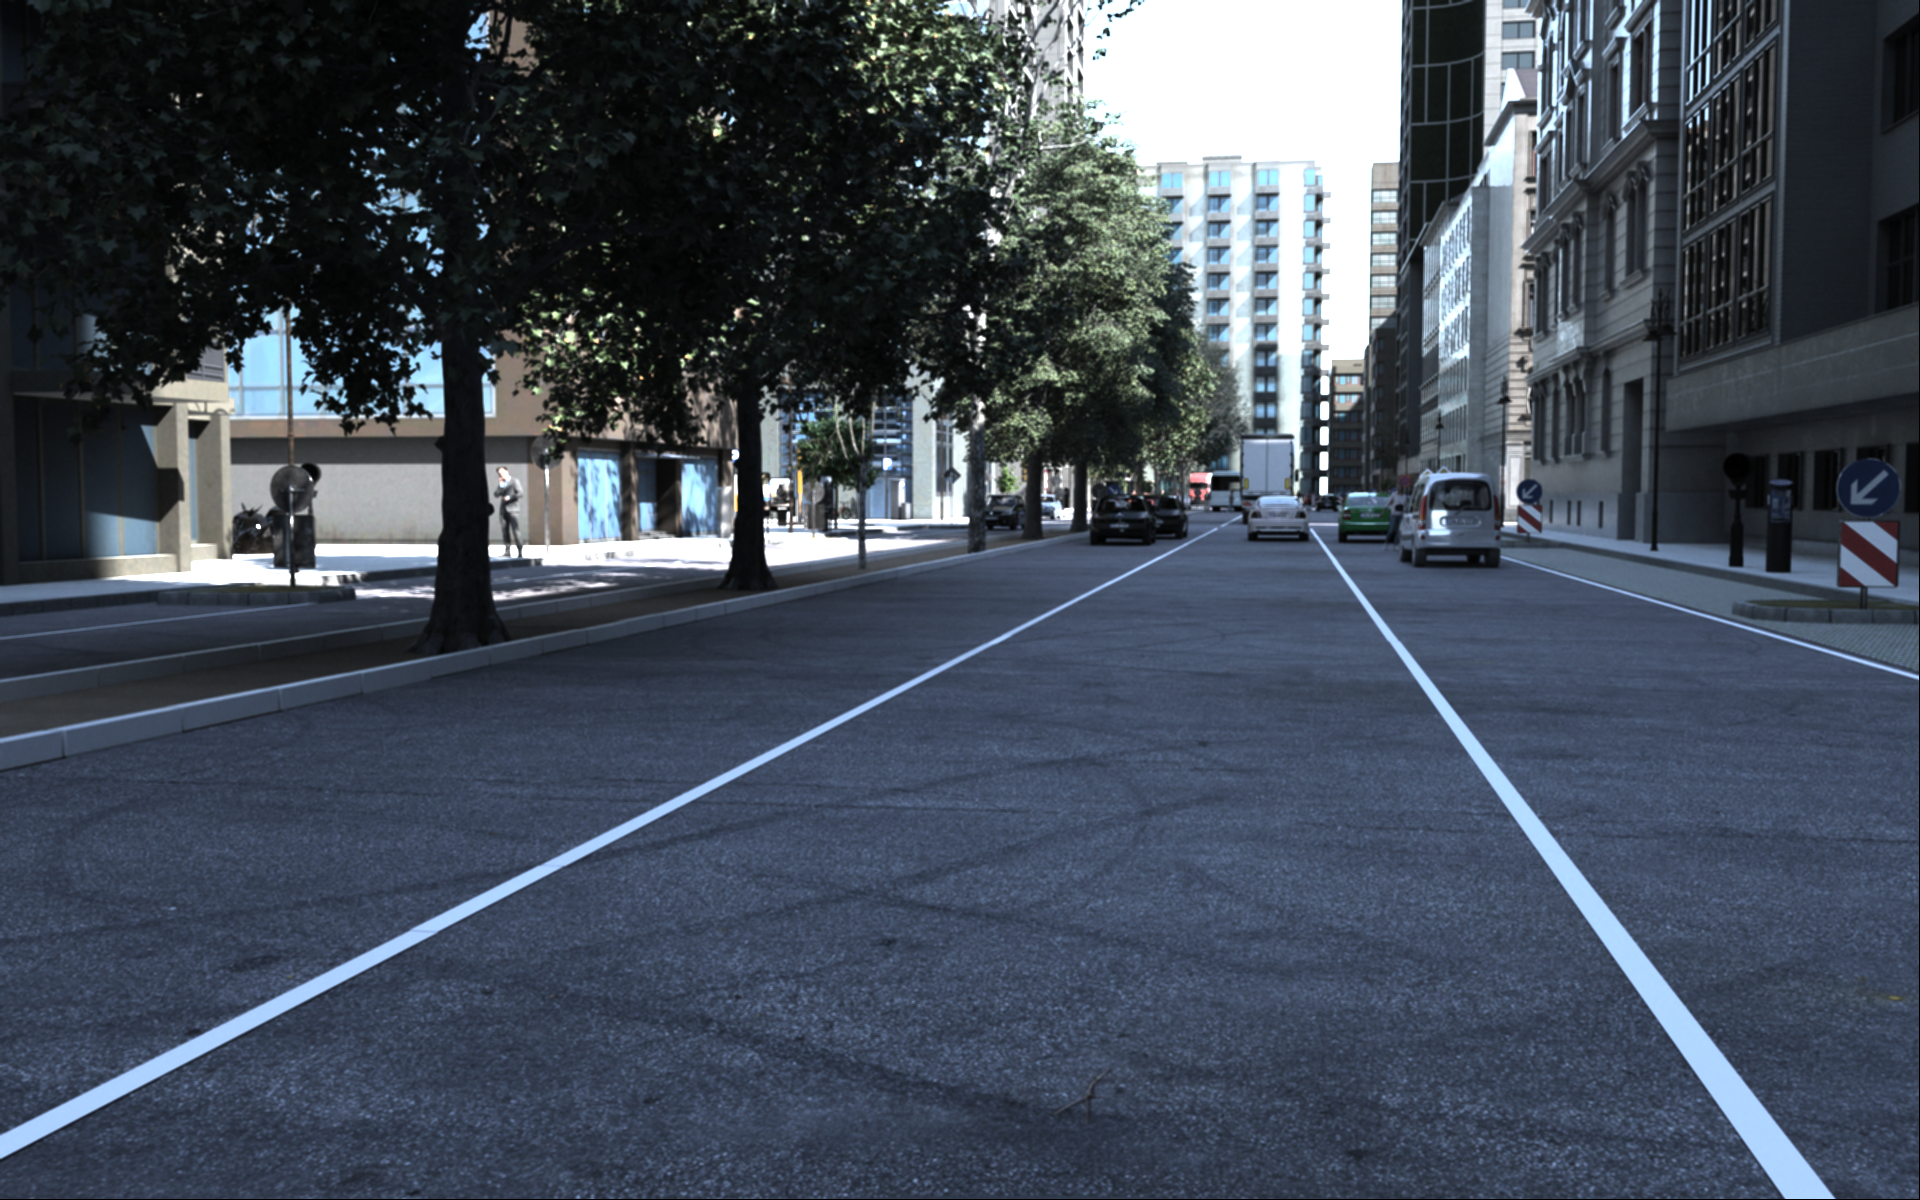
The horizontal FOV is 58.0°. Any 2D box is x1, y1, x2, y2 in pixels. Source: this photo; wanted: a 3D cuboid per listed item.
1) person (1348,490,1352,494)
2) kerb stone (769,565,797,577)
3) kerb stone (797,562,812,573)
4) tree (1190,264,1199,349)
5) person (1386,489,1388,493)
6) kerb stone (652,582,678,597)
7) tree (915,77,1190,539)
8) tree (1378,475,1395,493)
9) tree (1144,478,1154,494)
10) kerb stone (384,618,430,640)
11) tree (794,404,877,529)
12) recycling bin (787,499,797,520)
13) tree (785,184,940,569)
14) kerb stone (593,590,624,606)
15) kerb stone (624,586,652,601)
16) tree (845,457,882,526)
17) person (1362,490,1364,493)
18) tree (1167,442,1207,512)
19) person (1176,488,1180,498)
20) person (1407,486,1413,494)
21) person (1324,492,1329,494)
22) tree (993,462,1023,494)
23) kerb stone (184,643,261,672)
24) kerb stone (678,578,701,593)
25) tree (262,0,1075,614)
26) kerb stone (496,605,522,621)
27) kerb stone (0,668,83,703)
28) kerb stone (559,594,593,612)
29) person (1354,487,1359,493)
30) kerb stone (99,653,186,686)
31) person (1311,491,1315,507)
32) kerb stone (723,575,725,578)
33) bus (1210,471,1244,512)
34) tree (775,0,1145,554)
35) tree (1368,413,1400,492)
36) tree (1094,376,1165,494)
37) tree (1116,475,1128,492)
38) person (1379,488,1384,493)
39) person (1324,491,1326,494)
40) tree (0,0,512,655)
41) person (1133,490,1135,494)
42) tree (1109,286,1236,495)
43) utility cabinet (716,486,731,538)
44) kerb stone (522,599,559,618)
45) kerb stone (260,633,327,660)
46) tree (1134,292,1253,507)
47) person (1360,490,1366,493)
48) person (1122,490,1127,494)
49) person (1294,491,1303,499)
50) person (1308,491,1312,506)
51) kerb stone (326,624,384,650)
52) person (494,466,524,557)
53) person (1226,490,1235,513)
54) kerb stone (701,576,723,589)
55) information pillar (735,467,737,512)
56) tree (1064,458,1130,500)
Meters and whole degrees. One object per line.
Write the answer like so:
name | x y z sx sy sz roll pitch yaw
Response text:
person | 33.625 -8.587 149.076 0.661 1.801 0.590 1 4 10
kerb stone | -3.113 -0.504 30.434 0.120 0.150 1.000 1 4 11
kerb stone | -2.929 -0.565 31.440 0.120 0.150 1.000 1 4 11
tree | 4.485 -9.522 64.789 9.857 13.997 8.962 0 3 0
person | 36.461 -8.636 147.999 0.466 1.731 0.760 1 4 10
kerb stone | -4.241 -0.133 24.380 0.120 0.150 1.000 1 4 11
tree | 2.292 -8.879 54.281 9.857 13.997 8.962 0 3 0
tree | 39.279 -10.028 158.564 1.663 3.219 1.824 0 3 0
tree | 22.335 -12.908 205.644 1.663 3.219 1.824 0 3 0
kerb stone | -5.567 0.298 17.323 0.120 0.150 1.000 1 4 11
tree | -4.577 -4.866 63.265 4.285 4.588 4.351 0 3 0
recycling bin | -8.407 -4.403 84.549 0.722 1.027 0.722 3 4 37
tree | -1.830 -4.894 32.830 4.360 8.622 3.978 0 3 0
kerb stone | -4.620 -0.010 22.361 0.120 0.150 1.000 1 4 11
kerb stone | -4.430 -0.072 23.376 0.120 0.150 1.000 1 4 11
tree | -4.067 -4.569 69.310 1.663 3.219 1.824 0 3 0
person | 44.653 -11.351 192.421 0.721 1.735 1.217 -2 4 -26
tree | 17.934 -11.260 136.921 4.360 8.622 3.978 0 3 0
person | 14.749 -6.682 117.754 0.388 1.821 0.555 -1 4 -16
person | 31.808 -7.151 122.770 0.655 1.846 0.447 0 4 -1
person | 42.734 -11.755 201.499 0.742 1.727 0.445 -1 4 -22
tree | 2.699 -6.498 100.835 1.663 3.219 1.824 0 3 0
kerb stone | -6.143 0.485 14.299 0.120 0.150 1.000 1 4 11
kerb stone | -4.054 -0.195 25.385 0.120 0.150 1.000 1 4 11
tree | -3.141 -6.501 25.756 9.611 12.733 9.660 0 3 0
kerb stone | -5.192 0.182 19.341 0.120 0.150 1.000 1 4 11
kerb stone | -6.507 0.606 12.285 0.120 0.150 1.000 1 4 11
kerb stone | -4.810 0.054 21.349 0.120 0.150 1.000 1 4 11
person | 22.535 -5.529 98.747 0.661 1.843 0.795 -3 5 -40
kerb stone | -6.327 0.546 13.293 0.120 0.150 1.000 1 4 11
person | 39.929 -11.412 195.759 0.551 1.740 0.621 3 5 41
kerb stone | -3.669 -0.313 27.399 0.120 0.150 1.000 1 4 11
bus | 22.610 -9.218 145.574 2.948 3.499 13.247 1 4 11
tree | -0.635 -11.214 41.701 12.611 20.169 13.585 0 3 0
tree | 38.512 -12.474 154.312 4.360 8.622 3.978 0 3 0
tree | 7.511 -7.795 80.273 4.737 8.622 4.395 0 3 0
tree | 15.816 -10.740 170.202 1.663 3.219 1.824 0 3 0
person | 35.613 -8.554 146.169 0.520 1.790 0.573 -1 4 -16
person | 43.468 -12.062 206.265 0.434 1.755 0.990 -2 4 -28
tree | -4.482 -5.874 15.513 9.611 12.733 9.660 0 3 0
person | 15.464 -8.872 154.129 0.480 1.755 0.524 -1 4 -12
tree | 9.288 -10.373 89.066 9.611 12.733 9.660 0 3 0
utility cabinet | -6.896 -2.557 50.481 0.318 1.500 1.173 -1 4 -15
kerb stone | -4.999 0.116 20.345 0.120 0.150 1.000 1 4 11
kerb stone | -5.948 0.425 15.302 0.120 0.150 1.000 1 4 11
tree | 11.558 -11.551 101.684 12.009 13.543 11.850 0 3 0
person | 42.116 -10.683 181.504 0.742 1.727 0.445 -1 4 -12
person | 11.619 -6.971 122.734 0.793 1.790 0.793 -1 4 -18
person | 40.577 -12.186 207.697 1.348 1.831 0.705 3 5 39
person | 43.088 -12.522 213.249 0.705 1.823 1.348 2 4 24
kerb stone | -5.761 0.360 16.307 0.120 0.150 1.000 1 4 11
person | -9.141 -1.787 35.061 0.655 1.846 0.447 2 4 23
person | 20.551 -7.470 131.478 0.643 1.720 0.563 1 4 20
kerb stone | -3.867 -0.257 26.390 0.120 0.150 1.000 1 4 11
information pillar | -9.373 -5.063 74.140 0.504 3.616 0.183 -1 4 -8
tree | 11.959 -14.085 148.423 7.486 12.596 7.792 0 3 0
